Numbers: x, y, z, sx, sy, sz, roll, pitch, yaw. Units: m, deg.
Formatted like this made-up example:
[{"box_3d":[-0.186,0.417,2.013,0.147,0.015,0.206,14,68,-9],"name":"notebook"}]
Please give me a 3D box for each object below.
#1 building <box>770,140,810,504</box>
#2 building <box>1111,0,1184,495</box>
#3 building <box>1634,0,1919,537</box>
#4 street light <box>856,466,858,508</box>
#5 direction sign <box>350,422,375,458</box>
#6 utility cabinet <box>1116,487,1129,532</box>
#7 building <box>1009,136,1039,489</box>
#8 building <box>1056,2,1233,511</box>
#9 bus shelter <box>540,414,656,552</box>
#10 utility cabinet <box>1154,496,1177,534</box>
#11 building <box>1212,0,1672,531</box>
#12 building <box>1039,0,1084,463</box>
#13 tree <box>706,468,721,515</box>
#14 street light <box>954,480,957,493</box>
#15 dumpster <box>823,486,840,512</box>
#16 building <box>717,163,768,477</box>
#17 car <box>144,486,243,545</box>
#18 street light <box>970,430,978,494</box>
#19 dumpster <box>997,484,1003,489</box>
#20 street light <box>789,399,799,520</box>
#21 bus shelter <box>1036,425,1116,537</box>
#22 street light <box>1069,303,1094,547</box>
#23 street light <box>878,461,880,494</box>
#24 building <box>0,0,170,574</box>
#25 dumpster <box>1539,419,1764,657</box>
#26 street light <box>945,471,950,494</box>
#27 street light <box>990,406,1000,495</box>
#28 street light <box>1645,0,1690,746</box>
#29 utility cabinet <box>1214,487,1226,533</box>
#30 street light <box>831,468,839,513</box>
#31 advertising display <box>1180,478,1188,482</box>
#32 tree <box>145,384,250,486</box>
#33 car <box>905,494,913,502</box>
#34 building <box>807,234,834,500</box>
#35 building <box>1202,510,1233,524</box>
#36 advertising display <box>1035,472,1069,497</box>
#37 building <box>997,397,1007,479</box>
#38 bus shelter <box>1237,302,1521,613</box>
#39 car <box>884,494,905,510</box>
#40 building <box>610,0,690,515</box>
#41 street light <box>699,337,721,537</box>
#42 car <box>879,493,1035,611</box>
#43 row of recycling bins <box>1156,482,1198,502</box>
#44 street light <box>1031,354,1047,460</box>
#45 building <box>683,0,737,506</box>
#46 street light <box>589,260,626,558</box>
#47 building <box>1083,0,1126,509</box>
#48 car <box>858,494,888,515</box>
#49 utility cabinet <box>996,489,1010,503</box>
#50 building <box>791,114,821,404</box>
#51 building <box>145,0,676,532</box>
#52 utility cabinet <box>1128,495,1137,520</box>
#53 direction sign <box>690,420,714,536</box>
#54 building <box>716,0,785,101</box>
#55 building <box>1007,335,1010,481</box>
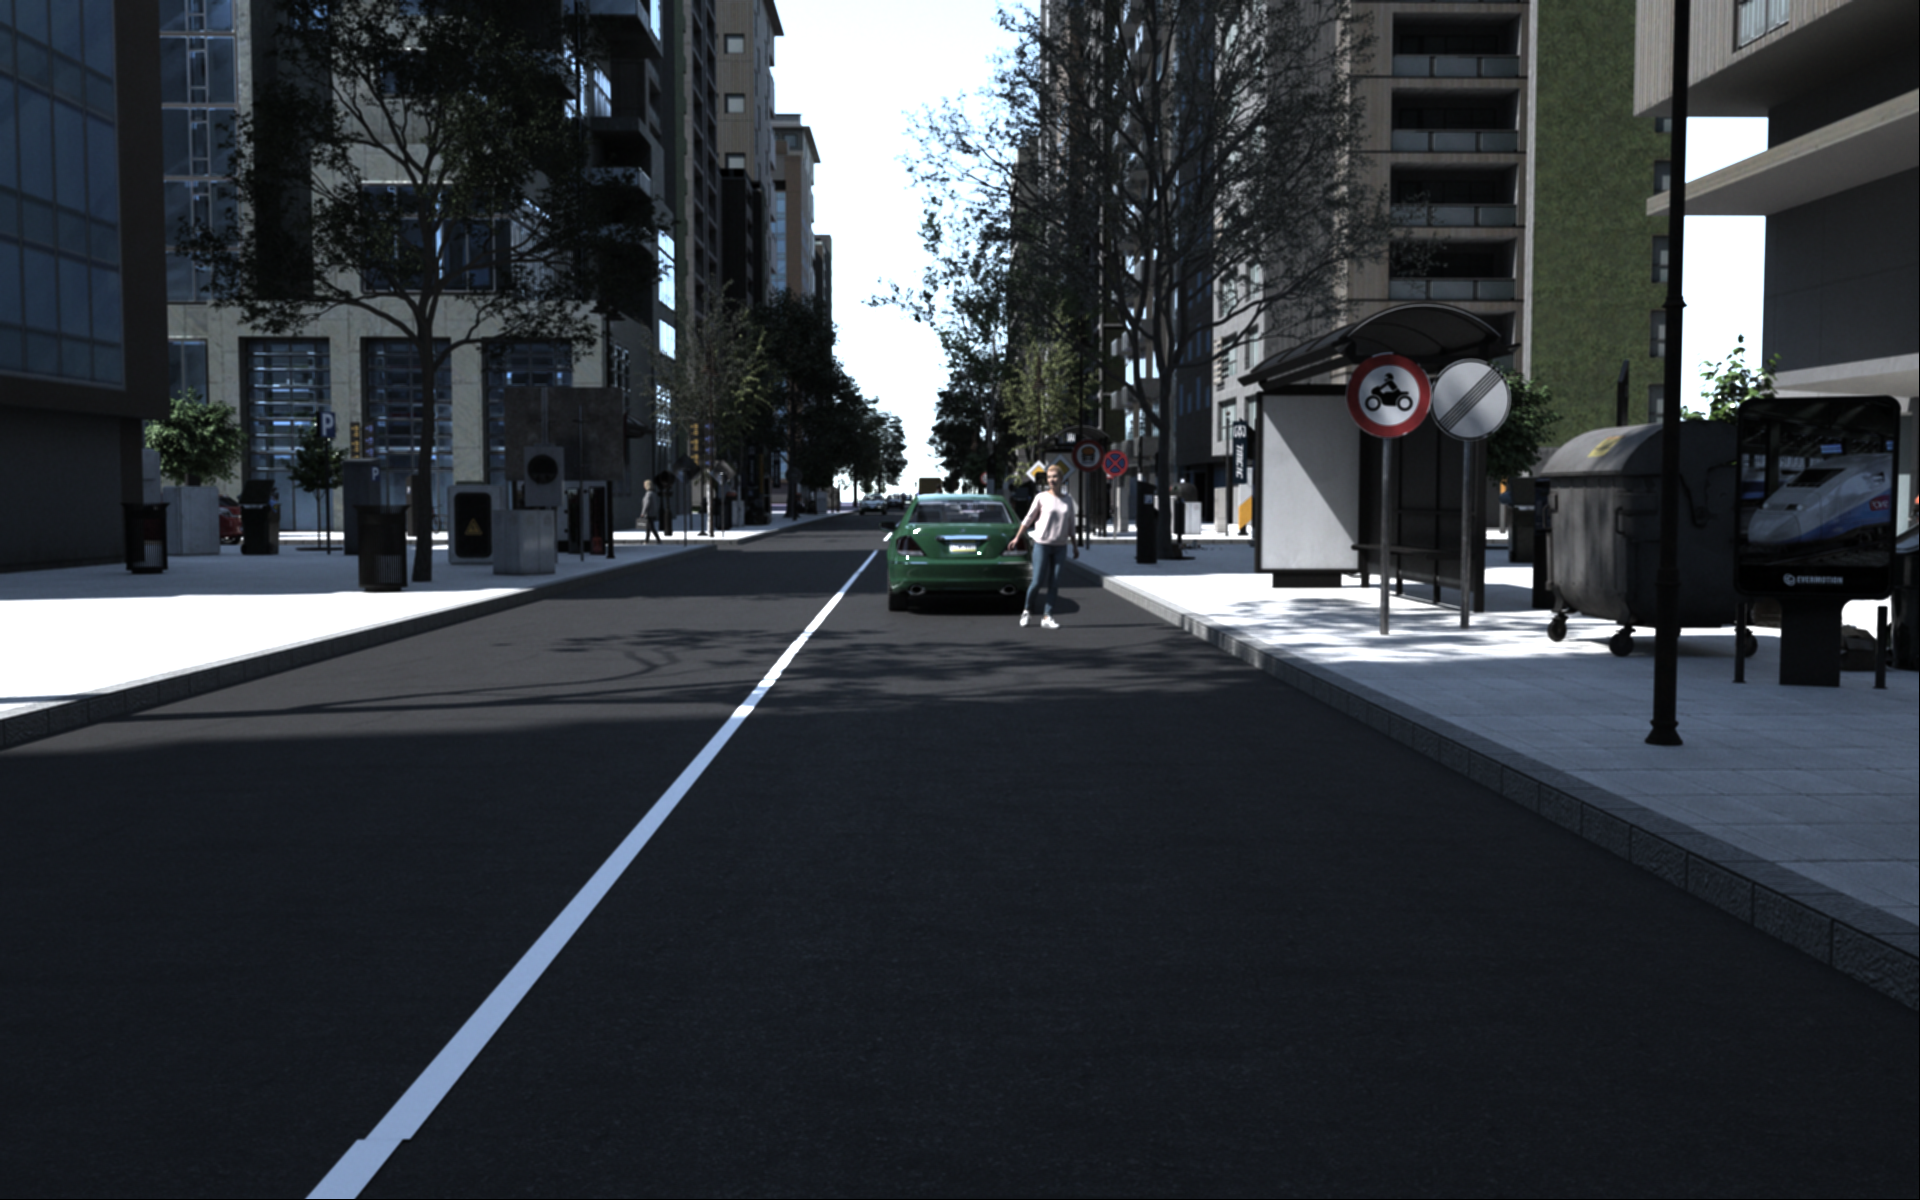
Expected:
[{"box_3d":[-26.806,-35.050,223.182,14.600,45.320,14.200,0,4,-1],"name":"building"},{"box_3d":[21.641,-30.008,110.236,23.786,49.044,30.456,0,4,-1],"name":"building"},{"box_3d":[26.835,-26.356,20.160,28.713,52.752,27.495,0,4,-1],"name":"building"},{"box_3d":[-9.605,-11.513,161.026,0.468,5.910,1.993,0,4,-1],"name":"street light"},{"box_3d":[-18.794,-3.825,54.537,0.876,3.537,0.379,1,4,19],"name":"direction sign"},{"box_3d":[5.477,-3.051,58.565,0.318,1.500,1.173,0,4,-3],"name":"utility cabinet"},{"box_3d":[17.766,-37.094,230.191,21.300,48.544,21.600,0,4,-1],"name":"building"},{"box_3d":[16.236,-31.073,158.159,14.600,45.320,14.200,0,4,-1],"name":"building"},{"box_3d":[-8.534,-2.852,40.556,2.014,3.302,5.546,0,4,-1],"name":"bus shelter"},{"box_3d":[6.500,-2.757,56.241,1.020,1.237,0.306,2,4,27],"name":"utility cabinet"},{"box_3d":[17.616,-23.334,65.100,14.086,41.232,14.154,0,4,-1],"name":"building"},{"box_3d":[18.636,-38.972,179.192,21.231,58.520,28.212,0,4,-1],"name":"building"},{"box_3d":[-14.340,-6.708,104.283,1.663,3.219,1.824,0,3,0],"name":"tree"},{"box_3d":[-0.707,-14.893,216.280,0.468,5.910,1.993,0,4,-1],"name":"street light"},{"box_3d":[-9.177,-7.175,123.077,1.264,1.857,1.865,0,4,-1],"name":"dumpster"},{"box_3d":[-24.681,-23.326,153.088,14.160,30.474,14.107,0,4,-1],"name":"building"},{"box_3d":[-21.286,-2.269,46.131,4.494,1.783,2.155,0,4,-1],"name":"car"},{"box_3d":[1.121,-9.330,125.333,0.468,5.910,1.993,0,4,-1],"name":"street light"},{"box_3d":[2.872,-7.411,123.671,1.502,2.255,1.985,0,4,-1],"name":"dumpster"},{"box_3d":[-8.059,-6.837,84.569,0.468,5.910,1.993,0,4,-1],"name":"street light"},{"box_3d":[3.515,-3.648,53.561,2.014,3.302,5.546,0,4,-1],"name":"bus shelter"},{"box_3d":[2.942,-4.242,42.138,0.468,5.910,1.993,0,4,-1],"name":"street light"},{"box_3d":[-11.353,-16.588,244.005,0.468,5.910,1.993,0,4,-1],"name":"street light"},{"box_3d":[-22.101,-22.927,24.970,14.200,45.320,14.600,0,4,-1],"name":"building"},{"box_3d":[5.711,-0.523,14.308,1.264,1.857,1.865,0,4,-1],"name":"dumpster"},{"box_3d":[-2.241,-19.057,284.373,0.468,5.910,1.993,0,4,-1],"name":"street light"},{"box_3d":[1.856,-7.245,91.242,0.468,5.910,1.993,0,4,-1],"name":"street light"},{"box_3d":[3.621,-2.198,8.731,0.468,5.910,1.993,0,4,-1],"name":"street light"},{"box_3d":[8.597,-2.973,57.281,0.318,1.500,1.173,0,4,3],"name":"utility cabinet"},{"box_3d":[-8.759,-8.932,118.821,0.468,5.910,1.993,0,4,-1],"name":"street light"},{"box_3d":[8.965,-3.928,69.443,0.123,1.923,0.974,0,4,-3],"name":"advertising display"},{"box_3d":[-22.937,-4.160,51.734,4.285,4.588,4.351,0,3,0],"name":"tree"},{"box_3d":[-8.714,-16.606,283.311,2.131,1.459,4.920,0,4,-2],"name":"car"},{"box_3d":[-26.808,-35.552,264.875,14.154,41.232,14.086,0,4,-1],"name":"building"},{"box_3d":[18.024,-26.293,79.997,14.600,45.320,14.200,0,4,-1],"name":"building"},{"box_3d":[2.667,-2.763,50.386,0.974,1.923,0.123,0,4,-2],"name":"advertising display"},{"box_3d":[20.186,-26.087,271.559,27.650,21.520,28.899,0,4,-1],"name":"building"},{"box_3d":[4.857,-1.660,21.073,2.014,3.302,5.546,0,4,-1],"name":"bus shelter"},{"box_3d":[-6.102,-9.251,161.040,2.009,1.686,4.222,0,4,1],"name":"car"},{"box_3d":[-24.111,-25.621,102.505,14.154,41.232,14.086,0,4,-1],"name":"building"},{"box_3d":[-7.351,-4.794,51.163,0.468,5.910,1.993,0,4,-1],"name":"street light"},{"box_3d":[-0.012,-0.666,22.687,2.131,1.459,4.920,0,4,-1],"name":"car"},{"box_3d":[7.819,-3.372,62.240,1.069,1.692,3.534,0,4,-5],"name":"row of recycling bins"},{"box_3d":[2.601,-5.166,57.259,0.468,5.910,1.993,0,4,-1],"name":"street light"},{"box_3d":[-27.438,-42.560,134.102,20.563,71.187,20.611,0,4,-1],"name":"building"},{"box_3d":[-6.983,-3.771,34.449,0.468,5.910,1.993,0,4,-1],"name":"street light"},{"box_3d":[18.936,-42.885,139.425,20.563,71.187,20.611,0,4,-1],"name":"building"},{"box_3d":[-6.084,-6.702,121.378,2.131,1.459,4.920,0,4,-1],"name":"car"},{"box_3d":[1.882,-4.077,75.345,0.318,1.500,1.173,-1,4,-14],"name":"utility cabinet"},{"box_3d":[-34.448,-40.023,243.609,28.713,52.752,27.495,0,4,-1],"name":"building"},{"box_3d":[-23.401,-46.359,70.645,22.319,86.520,31.000,0,4,-1],"name":"building"},{"box_3d":[8.443,-4.582,86.075,1.020,1.237,0.306,1,4,23],"name":"utility cabinet"},{"box_3d":[-7.884,-3.729,52.967,0.876,3.537,0.379,2,4,26],"name":"direction sign"},{"box_3d":[-32.689,-35.705,173.009,28.713,52.752,27.495,0,4,-1],"name":"building"},{"box_3d":[13.680,-29.214,249.350,14.160,30.474,14.107,0,4,-1],"name":"building"}]
